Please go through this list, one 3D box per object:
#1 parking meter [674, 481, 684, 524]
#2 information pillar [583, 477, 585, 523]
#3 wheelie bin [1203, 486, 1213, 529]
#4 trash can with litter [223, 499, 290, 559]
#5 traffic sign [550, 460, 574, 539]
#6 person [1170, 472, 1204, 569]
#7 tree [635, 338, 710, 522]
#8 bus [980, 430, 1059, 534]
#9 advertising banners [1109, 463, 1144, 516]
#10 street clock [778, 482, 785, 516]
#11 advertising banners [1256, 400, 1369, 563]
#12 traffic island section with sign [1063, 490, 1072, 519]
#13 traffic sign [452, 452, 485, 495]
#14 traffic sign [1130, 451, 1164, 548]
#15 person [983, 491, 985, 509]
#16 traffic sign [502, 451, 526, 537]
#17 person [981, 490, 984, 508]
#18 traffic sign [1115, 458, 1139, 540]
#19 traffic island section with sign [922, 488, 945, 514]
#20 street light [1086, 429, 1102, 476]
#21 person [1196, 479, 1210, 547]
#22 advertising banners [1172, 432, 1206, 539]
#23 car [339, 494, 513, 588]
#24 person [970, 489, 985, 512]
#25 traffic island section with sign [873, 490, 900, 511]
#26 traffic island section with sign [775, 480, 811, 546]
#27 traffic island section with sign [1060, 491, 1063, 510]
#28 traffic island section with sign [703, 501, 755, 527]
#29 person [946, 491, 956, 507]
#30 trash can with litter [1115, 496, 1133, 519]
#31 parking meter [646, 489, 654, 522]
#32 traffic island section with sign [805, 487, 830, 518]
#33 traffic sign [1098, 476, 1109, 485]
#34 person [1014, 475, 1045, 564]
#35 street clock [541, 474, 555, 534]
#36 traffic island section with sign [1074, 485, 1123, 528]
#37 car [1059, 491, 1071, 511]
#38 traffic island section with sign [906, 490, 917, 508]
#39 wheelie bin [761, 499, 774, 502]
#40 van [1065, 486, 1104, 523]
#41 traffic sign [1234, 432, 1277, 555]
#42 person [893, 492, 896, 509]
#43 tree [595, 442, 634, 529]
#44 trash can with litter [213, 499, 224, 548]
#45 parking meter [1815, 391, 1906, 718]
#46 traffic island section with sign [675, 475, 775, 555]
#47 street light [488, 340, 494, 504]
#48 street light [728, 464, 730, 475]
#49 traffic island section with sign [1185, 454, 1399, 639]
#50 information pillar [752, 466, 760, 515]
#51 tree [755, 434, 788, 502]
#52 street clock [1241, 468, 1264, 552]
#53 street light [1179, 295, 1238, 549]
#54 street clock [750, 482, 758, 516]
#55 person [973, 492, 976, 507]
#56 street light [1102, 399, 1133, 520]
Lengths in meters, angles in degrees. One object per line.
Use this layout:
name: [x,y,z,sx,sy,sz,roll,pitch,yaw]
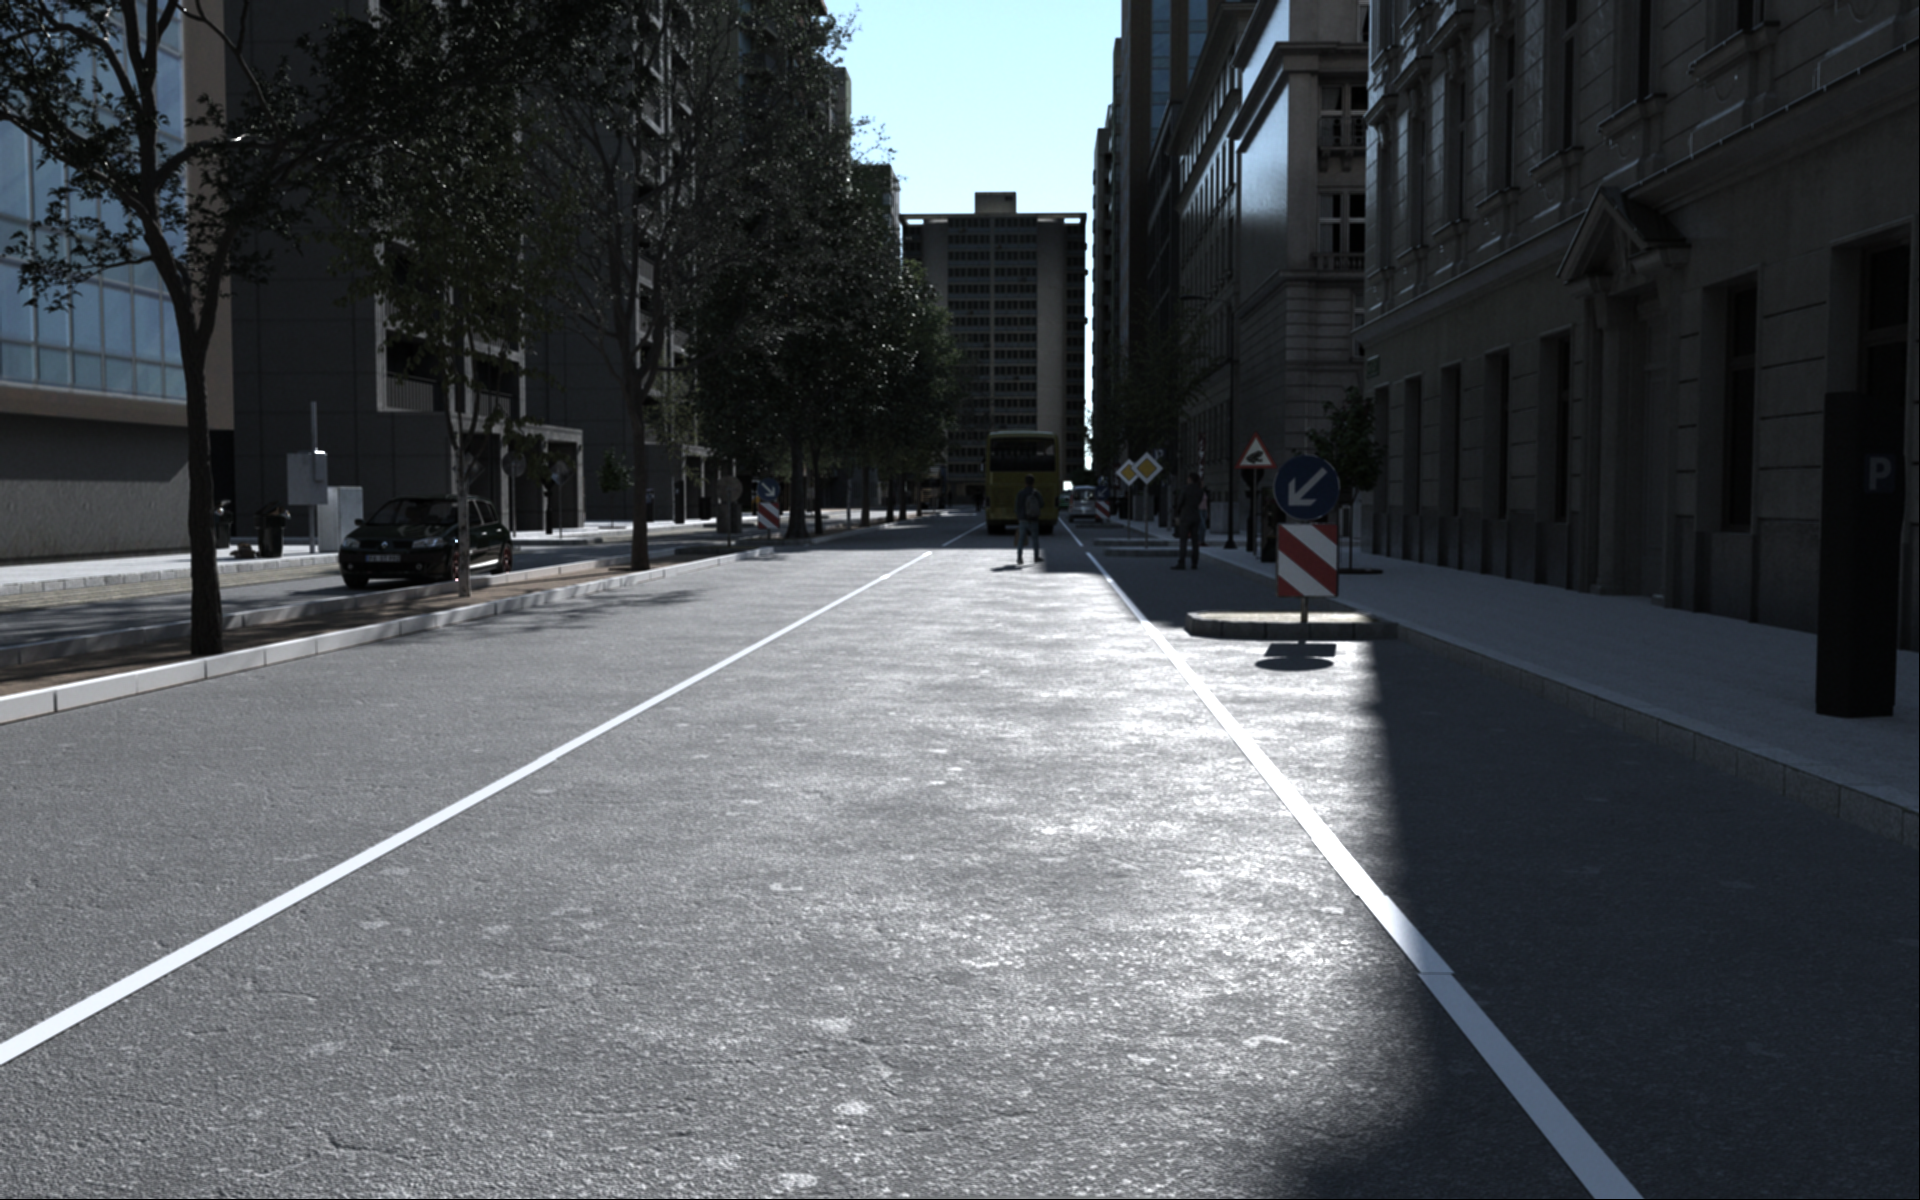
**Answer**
parking meter: [-12.109,-4.220,74.713,0.399,1.863,0.255,3,4,38]
information pillar: [-16.748,-4.407,76.551,0.304,2.012,0.304,0,4,-2]
wheelie bin: [8.922,-3.435,64.063,0.693,1.594,0.980,-2,4,-29]
trash can with litter: [-14.006,-1.422,34.643,0.624,1.170,1.055,3,5,42]
traffic sign: [-11.422,-2.805,49.507,0.795,2.450,0.064,0,4,3]
person: [4.326,-1.515,33.077,0.655,1.846,0.447,-2,4,-28]
tree: [-13.072,-7.875,79.117,4.360,8.622,3.978,0,3,0]
bus: [2.212,-4.511,65.298,2.896,3.916,12.252,0,4,1]
advertising banners: [9.585,-6.224,97.947,2.074,3.025,0.090,1,4,18]
street clock: [-10.695,-6.038,103.287,0.471,2.002,0.358,-3,4,-38]
advertising banners: [6.600,-2.211,32.341,2.074,3.025,0.090,1,4,10]
traffic island section with sign: [7.165,-5.654,101.067,1.989,1.847,2.006,0,4,3]
traffic sign: [-11.785,-2.317,41.530,0.795,2.450,0.064,0,4,3]
traffic sign: [4.392,-2.271,40.776,0.795,2.450,0.064,0,4,3]
person: [2.402,-9.632,166.653,0.621,1.740,0.551,-2,4,-25]
traffic sign: [-13.224,-3.132,51.321,0.768,2.556,0.104,1,4,9]
person: [2.234,-10.060,172.995,0.705,1.821,1.348,0,4,6]
traffic sign: [4.755,-2.759,48.753,0.795,2.450,0.064,0,4,3]
traffic island section with sign: [-1.901,-7.087,124.008,2.006,1.907,1.989,0,4,3]
street light: [9.578,-9.227,123.403,1.470,5.913,1.316,0,4,3]
person: [6.331,-2.261,45.469,0.388,1.821,0.555,2,4,33]
advertising banners: [6.586,-3.274,49.711,0.090,3.025,2.074,-1,4,-18]
car: [-8.481,-1.096,27.705,2.009,1.686,4.222,0,4,2]
person: [1.434,-7.972,138.476,1.348,1.869,0.705,-2,4,-27]
traffic island section with sign: [-6.487,-8.721,151.209,1.989,1.847,2.006,0,4,3]
traffic island section with sign: [-5.307,-2.496,48.947,2.006,1.907,1.989,0,4,3]
traffic island section with sign: [10.671,-10.377,178.289,1.989,1.847,2.006,0,4,3]
traffic island section with sign: [-9.968,-4.063,75.062,1.989,1.847,2.006,0,4,3]
person: [-1.036,-10.890,186.557,1.348,1.822,0.705,2,4,25]
trash can with litter: [8.508,-4.736,88.826,1.055,1.170,0.624,-3,5,-44]
parking meter: [-14.232,-4.344,79.430,0.372,1.533,0.369,0,3,0]
traffic island section with sign: [-8.719,-5.719,102.131,1.989,1.847,2.006,0,4,3]
traffic sign: [9.951,-7.351,120.293,0.768,2.556,0.104,0,4,5]
person: [1.364,-1.639,35.291,0.794,1.824,0.713,3,4,36]
street clock: [-13.128,-3.102,55.284,0.471,2.002,0.358,-1,4,-19]
traffic island section with sign: [5.898,-3.962,73.402,1.989,1.847,2.006,0,4,3]
car: [9.001,-8.342,145.195,1.959,1.807,4.718,0,4,3]
traffic island section with sign: [-5.272,-10.368,178.137,1.989,1.847,2.006,0,4,3]
wheelie bin: [-11.828,-6.008,106.135,0.980,1.594,0.693,2,4,24]
van: [6.369,-4.981,88.451,2.013,2.044,4.112,0,4,3]
traffic sign: [6.159,-2.209,36.115,0.884,2.594,0.081,1,4,11]
person: [-5.881,-8.898,155.456,0.593,1.643,0.415,3,4,36]
tree: [-12.949,-4.262,64.279,1.663,3.219,1.824,0,3,0]
trash can with litter: [-17.661,-1.794,40.726,1.055,1.170,0.624,1,4,12]
parking meter: [5.213,-0.264,10.021,0.399,1.863,0.255,-1,4,-18]
traffic island section with sign: [-5.653,-2.043,41.548,2.006,1.907,1.989,0,4,3]
street light: [-12.855,-4.700,49.389,1.470,5.913,1.316,0,4,3]
street light: [-11.117,-7.022,87.354,1.470,5.913,1.316,0,4,3]
traffic island section with sign: [3.388,-0.577,18.066,1.989,1.847,2.006,0,4,3]
information pillar: [-12.253,-6.878,103.806,0.504,3.616,0.183,-1,4,-14]
tree: [-11.805,-9.797,110.541,4.360,8.622,3.978,0,3,0]
street clock: [6.509,-2.082,38.609,0.471,2.002,0.358,-1,4,-8]
street light: [5.806,-4.155,40.483,1.470,5.913,1.316,0,4,3]
street clock: [-12.082,-5.952,101.891,0.358,2.002,0.471,3,5,41]
person: [1.726,-11.191,192.938,0.593,1.643,0.415,-1,4,-9]
street light: [7.860,-6.875,84.947,1.470,5.913,1.316,0,4,3]
